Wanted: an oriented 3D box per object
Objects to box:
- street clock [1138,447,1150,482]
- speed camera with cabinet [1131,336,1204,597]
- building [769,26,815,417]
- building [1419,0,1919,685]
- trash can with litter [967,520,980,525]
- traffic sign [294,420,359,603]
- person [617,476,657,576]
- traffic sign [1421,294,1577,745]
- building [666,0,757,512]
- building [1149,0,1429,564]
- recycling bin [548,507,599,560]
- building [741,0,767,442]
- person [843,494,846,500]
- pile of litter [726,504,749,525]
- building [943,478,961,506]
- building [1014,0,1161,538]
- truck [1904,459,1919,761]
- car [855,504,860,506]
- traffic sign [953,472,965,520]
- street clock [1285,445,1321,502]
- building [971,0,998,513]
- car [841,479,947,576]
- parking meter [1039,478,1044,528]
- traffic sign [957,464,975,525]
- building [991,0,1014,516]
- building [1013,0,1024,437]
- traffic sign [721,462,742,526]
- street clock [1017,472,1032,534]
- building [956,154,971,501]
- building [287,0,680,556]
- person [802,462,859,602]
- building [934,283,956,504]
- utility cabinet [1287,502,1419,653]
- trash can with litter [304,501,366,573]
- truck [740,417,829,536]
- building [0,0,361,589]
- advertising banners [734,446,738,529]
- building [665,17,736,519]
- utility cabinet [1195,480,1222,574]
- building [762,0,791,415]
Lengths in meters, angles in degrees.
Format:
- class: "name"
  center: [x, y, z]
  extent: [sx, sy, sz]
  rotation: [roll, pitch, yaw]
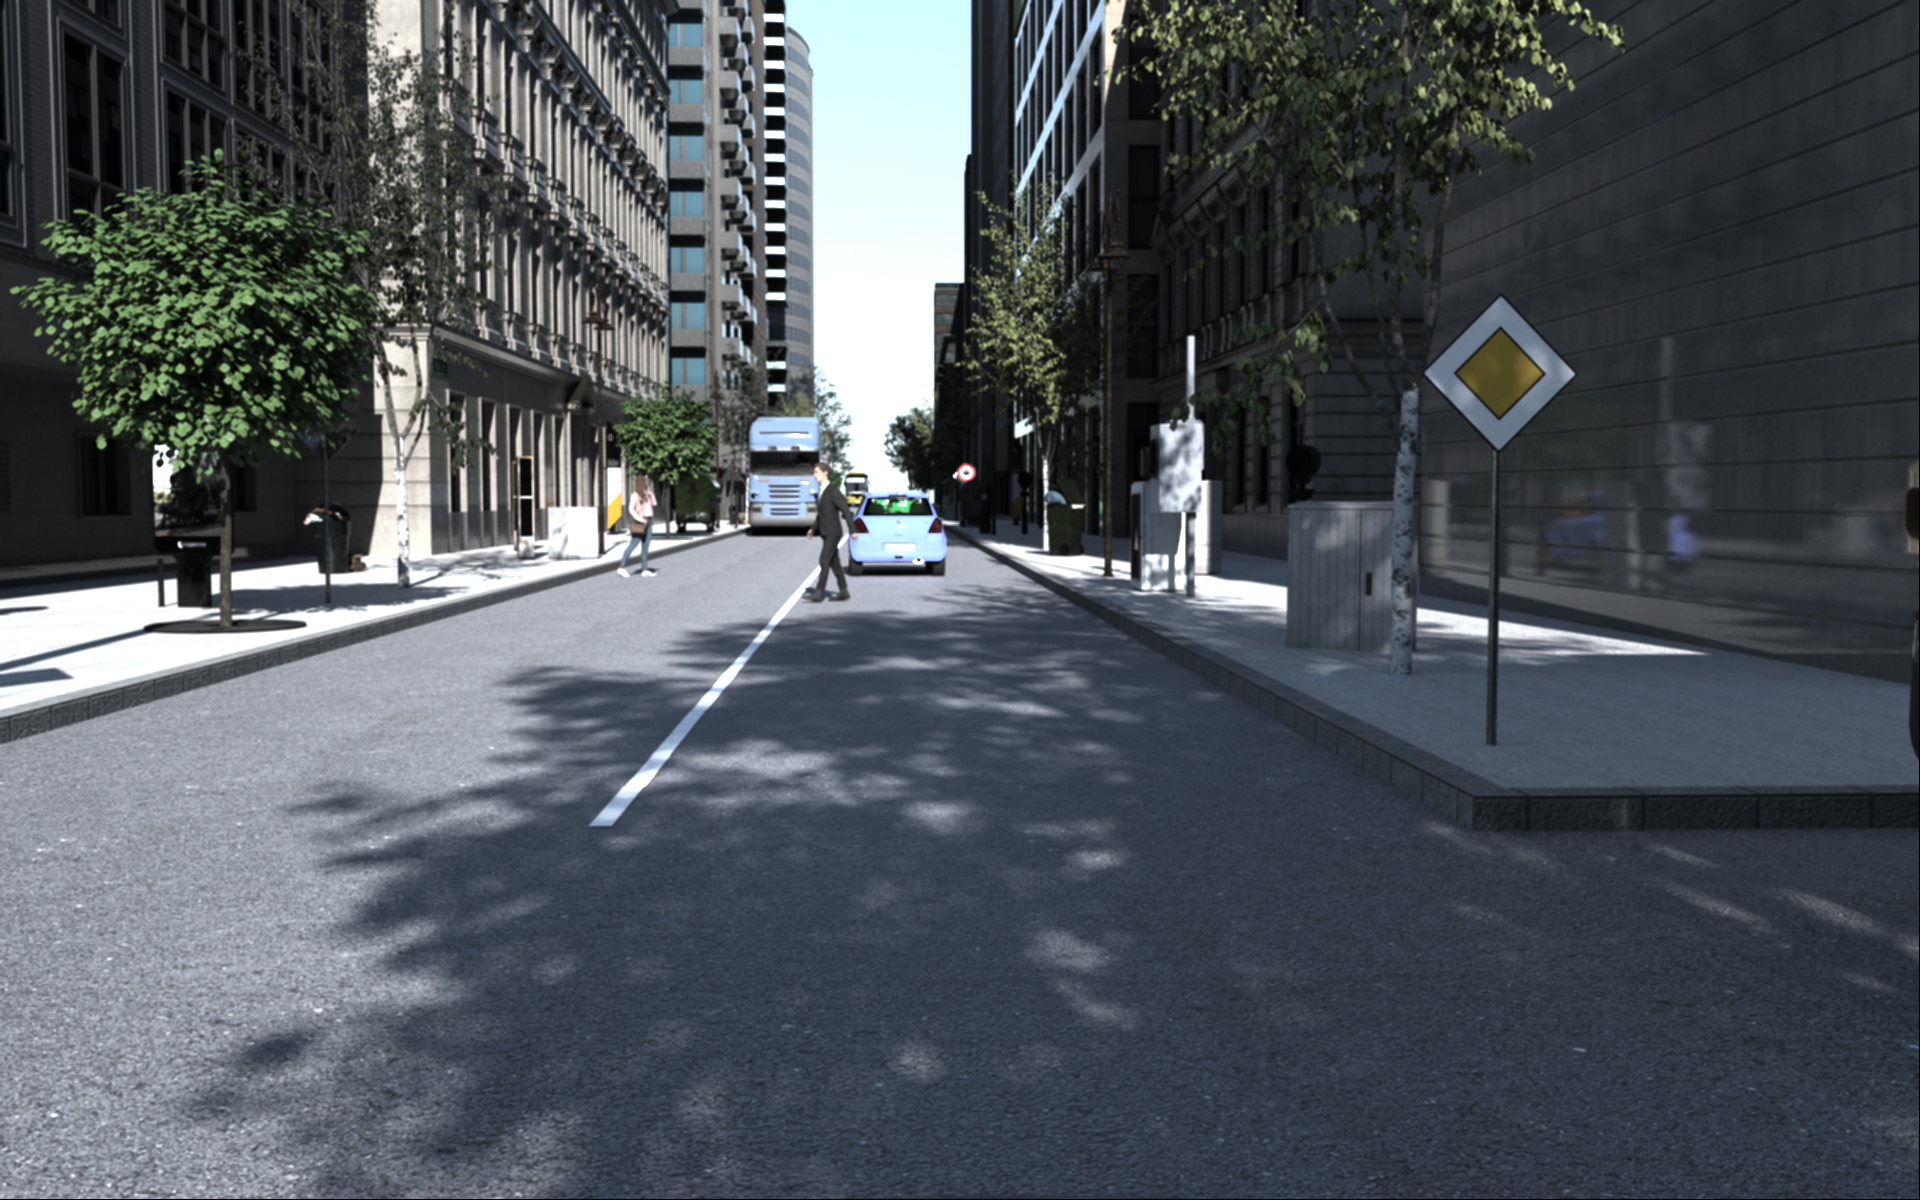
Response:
- class: "street clock"
  center: [2.930, -1.358, 26.771]
  extent: [0.358, 2.002, 0.471]
  rotation: [-1, 4, -15]
- class: "speed camera with cabinet"
  center: [2.655, -1.719, 22.439]
  extent: [0.660, 3.252, 2.038]
  rotation: [0, 4, -4]
- class: "building"
  center: [-29.158, -41.138, 214.607]
  extent: [21.231, 58.520, 28.212]
  rotation: [0, 4, -3]
- class: "building"
  center: [20.859, -14.618, 16.494]
  extent: [29.804, 29.767, 11.434]
  rotation: [0, 4, -3]
- class: "trash can with litter"
  center: [0.620, -3.658, 71.198]
  extent: [0.624, 1.170, 1.055]
  rotation: [-1, 4, -19]
- class: "traffic sign"
  center: [-7.429, -1.170, 20.307]
  extent: [0.795, 2.450, 0.064]
  rotation: [0, 4, 3]
- class: "person"
  center: [-5.630, -1.289, 30.172]
  extent: [0.643, 1.750, 0.593]
  rotation: [1, 4, 18]
- class: "traffic sign"
  center: [2.715, -0.315, 8.795]
  extent: [0.795, 2.450, 0.064]
  rotation: [0, 4, -3]
- class: "building"
  center: [-26.070, -30.694, 121.456]
  extent: [23.786, 49.044, 30.456]
  rotation: [0, 4, -3]
- class: "building"
  center: [10.657, -10.749, 40.371]
  extent: [10.561, 19.102, 19.286]
  rotation: [0, 4, -3]
- class: "recycling bin"
  center: [-7.601, -1.314, 34.031]
  extent: [0.722, 1.027, 0.722]
  rotation: [3, 5, 41]
- class: "building"
  center: [-23.570, -30.207, 143.988]
  extent: [14.600, 45.320, 14.200]
  rotation: [0, 4, -3]
- class: "person"
  center: [-10.544, -8.869, 156.759]
  extent: [0.557, 1.426, 1.065]
  rotation: [1, 4, 22]
- class: "pile of litter"
  center: [-9.320, -3.628, 73.279]
  extent: [1.176, 0.858, 1.719]
  rotation: [0, 4, -3]
- class: "building"
  center: [14.181, -32.170, 217.860]
  extent: [32.217, 40.220, 23.993]
  rotation: [0, 4, -3]
- class: "building"
  center: [13.006, -16.070, 67.262]
  extent: [19.350, 26.468, 34.151]
  rotation: [0, 4, -3]
- class: "truck"
  center: [8.248, -0.986, 5.031]
  extent: [11.283, 4.237, 2.839]
  rotation: [0, 4, -1]
- class: "car"
  center: [-11.483, -11.852, 203.558]
  extent: [2.009, 1.686, 4.222]
  rotation: [0, 4, -4]
- class: "traffic sign"
  center: [0.092, -4.387, 72.916]
  extent: [0.795, 2.450, 0.064]
  rotation: [0, 4, 1]
- class: "street clock"
  center: [5.056, -1.284, 25.570]
  extent: [0.358, 2.002, 0.471]
  rotation: [-3, 5, -45]
- class: "building"
  center: [11.293, -35.868, 128.443]
  extent: [21.231, 58.520, 28.212]
  rotation: [0, 4, -3]
- class: "car"
  center: [-1.189, -1.345, 31.586]
  extent: [1.945, 1.707, 3.694]
  rotation: [0, 4, -4]
- class: "parking meter"
  center: [3.079, -3.618, 64.865]
  extent: [0.255, 1.863, 0.399]
  rotation: [0, 4, 3]
- class: "traffic sign"
  center: [0.267, -4.426, 72.469]
  extent: [0.768, 2.556, 0.104]
  rotation: [0, 4, 4]
- class: "building"
  center: [9.374, -27.979, 107.574]
  extent: [14.600, 45.320, 14.200]
  rotation: [0, 4, -3]
- class: "building"
  center: [9.766, -25.076, 93.586]
  extent: [14.154, 41.232, 14.086]
  rotation: [0, 4, -3]
- class: "traffic sign"
  center: [-9.307, -4.317, 70.585]
  extent: [0.884, 2.594, 0.081]
  rotation: [0, 4, 5]
- class: "street clock"
  center: [2.089, -3.137, 55.862]
  extent: [0.471, 2.002, 0.358]
  rotation: [0, 4, 5]
- class: "building"
  center: [7.259, -23.154, 150.262]
  extent: [14.160, 30.474, 14.107]
  rotation: [0, 4, -3]
- class: "building"
  center: [-19.838, -17.113, 56.210]
  extent: [17.030, 29.872, 44.131]
  rotation: [0, 4, -3]
- class: "person"
  center: [-1.792, -0.900, 22.999]
  extent: [0.755, 1.850, 0.659]
  rotation: [-2, 4, -26]
- class: "building"
  center: [3.372, -28.441, 236.713]
  extent: [14.160, 30.474, 14.107]
  rotation: [0, 4, -3]
- class: "utility cabinet"
  center: [3.225, -0.190, 14.274]
  extent: [1.020, 1.237, 0.306]
  rotation: [2, 4, 31]
- class: "trash can with litter"
  center: [-10.163, -1.031, 28.245]
  extent: [0.624, 1.170, 1.055]
  rotation: [0, 4, 7]
- class: "truck"
  center: [-6.317, -4.689, 66.423]
  extent: [2.967, 4.110, 18.799]
  rotation: [0, 4, -3]
- class: "building"
  center: [-18.275, -13.962, 21.789]
  extent: [14.314, 27.812, 24.014]
  rotation: [0, 4, -3]
- class: "advertising banners"
  center: [-8.305, -4.156, 64.139]
  extent: [0.090, 3.025, 2.074]
  rotation: [0, 4, -5]
- class: "building"
  center: [-29.019, -24.619, 94.395]
  extent: [32.217, 40.220, 23.993]
  rotation: [0, 4, -3]
- class: "utility cabinet"
  center: [3.937, -1.170, 27.812]
  extent: [0.318, 1.500, 1.173]
  rotation: [1, 4, 20]
- class: "building"
  center: [-28.118, -53.262, 183.512]
  extent: [22.319, 86.520, 31.000]
  rotation: [0, 4, -3]
